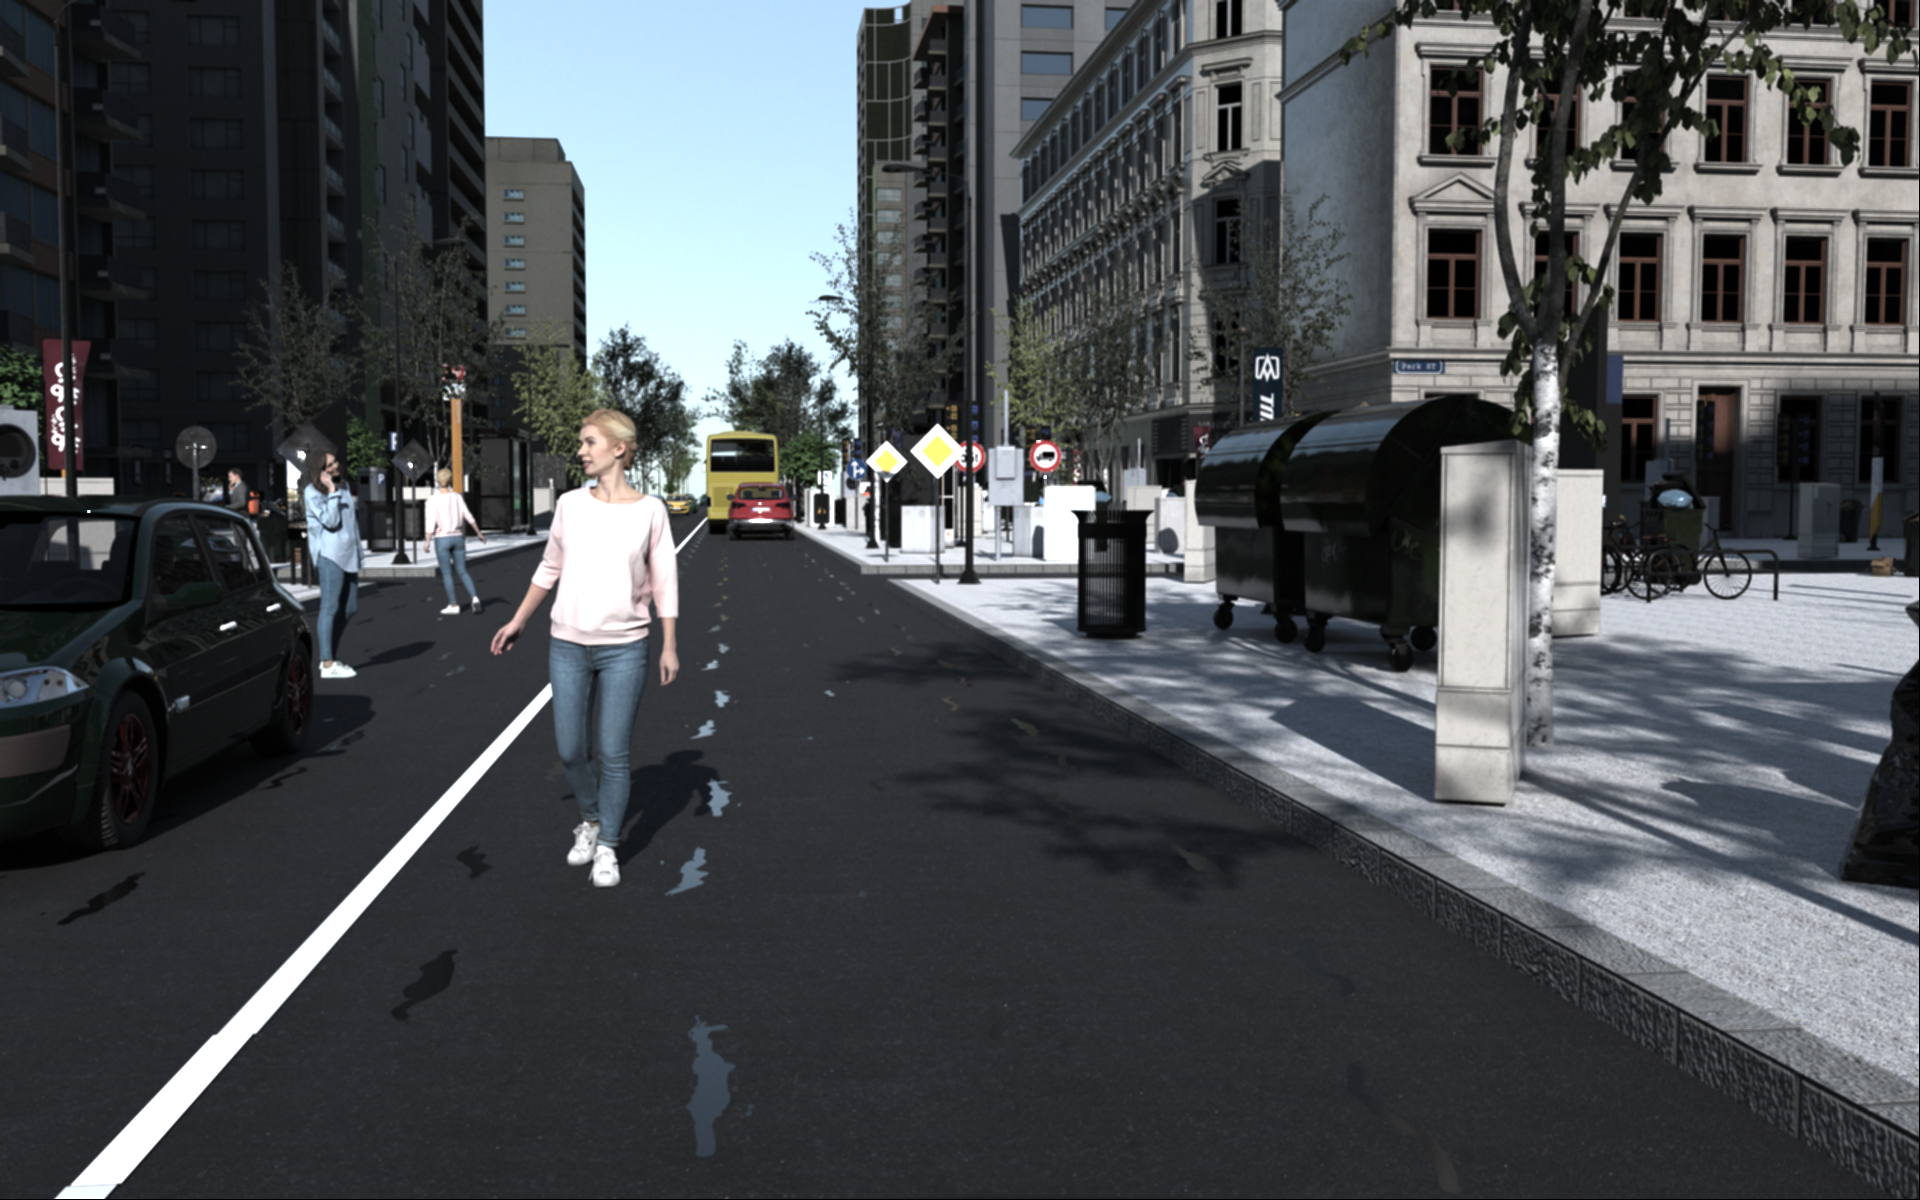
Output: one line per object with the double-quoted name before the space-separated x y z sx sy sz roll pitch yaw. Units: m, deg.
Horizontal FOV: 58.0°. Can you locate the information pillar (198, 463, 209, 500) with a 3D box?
"information pillar" -35.627 -5.522 81.645 0.504 3.616 0.183 -2 4 -30

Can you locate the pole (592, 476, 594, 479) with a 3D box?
"pole" -21.795 -6.669 102.873 0.158 3.312 0.155 0 3 0

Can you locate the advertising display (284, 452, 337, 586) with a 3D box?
"advertising display" -9.082 -1.164 24.253 0.974 1.923 0.123 2 4 32

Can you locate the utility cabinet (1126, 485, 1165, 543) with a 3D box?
"utility cabinet" 4.781 -2.225 45.059 0.318 1.500 1.173 3 5 42

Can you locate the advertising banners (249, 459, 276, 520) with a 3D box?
"advertising banners" -34.746 -5.488 85.910 2.074 3.025 0.090 1 4 17

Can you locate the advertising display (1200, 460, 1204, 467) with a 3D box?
"advertising display" 4.881 -1.710 33.170 0.123 1.923 0.974 3 4 38

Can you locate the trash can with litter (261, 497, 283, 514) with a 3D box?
"trash can with litter" -16.383 -1.873 41.689 1.678 1.210 2.233 1 4 15

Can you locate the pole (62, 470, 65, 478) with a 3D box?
"pole" -15.915 -2.264 30.861 0.158 3.312 0.155 0 3 0

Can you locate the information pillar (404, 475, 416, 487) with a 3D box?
"information pillar" -20.798 -3.728 65.446 0.304 2.012 0.304 -3 4 -38

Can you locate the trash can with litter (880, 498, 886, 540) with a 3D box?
"trash can with litter" -1.744 -2.238 47.974 1.055 1.170 0.624 1 4 15

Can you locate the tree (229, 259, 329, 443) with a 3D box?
"tree" -20.427 -6.345 54.101 4.360 8.622 3.978 0 3 0

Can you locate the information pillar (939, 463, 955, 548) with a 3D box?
"information pillar" -0.320 -2.231 40.971 0.304 2.012 0.304 -1 4 -18

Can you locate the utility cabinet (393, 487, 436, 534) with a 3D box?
"utility cabinet" -17.517 -2.866 55.535 1.173 1.500 0.318 -1 4 -9

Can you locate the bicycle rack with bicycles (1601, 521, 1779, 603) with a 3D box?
"bicycle rack with bicycles" 8.591 -0.503 21.604 2.925 0.926 2.852 -1 4 -13

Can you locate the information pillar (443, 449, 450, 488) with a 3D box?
"information pillar" -25.517 -5.796 86.112 0.504 3.616 0.183 3 5 45

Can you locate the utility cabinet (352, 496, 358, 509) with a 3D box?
"utility cabinet" -21.512 -3.088 61.655 0.306 1.237 1.020 3 5 40

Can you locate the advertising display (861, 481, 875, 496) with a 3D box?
"advertising display" -4.612 -5.065 88.031 0.974 1.923 0.123 1 4 13

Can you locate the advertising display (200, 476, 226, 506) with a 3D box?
"advertising display" -27.373 -3.563 63.475 0.974 1.923 0.123 1 4 12

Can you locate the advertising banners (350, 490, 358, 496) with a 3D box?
"advertising banners" -22.170 -4.093 63.112 2.074 3.025 0.090 -2 4 -29

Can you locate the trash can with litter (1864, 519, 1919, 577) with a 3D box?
"trash can with litter" 14.642 -0.946 26.862 1.055 1.170 0.624 2 4 35

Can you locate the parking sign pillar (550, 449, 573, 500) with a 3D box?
"parking sign pillar" -23.821 -7.040 103.576 1.447 3.967 1.447 -3 5 -43

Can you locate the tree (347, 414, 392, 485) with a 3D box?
"tree" -23.328 -5.008 65.594 4.285 4.588 4.351 0 3 0

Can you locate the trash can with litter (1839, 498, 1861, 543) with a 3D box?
"trash can with litter" 23.326 -2.093 45.600 1.055 1.170 0.624 -2 4 -35

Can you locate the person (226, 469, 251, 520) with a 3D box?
"person" -11.802 -1.220 28.246 0.447 1.846 0.655 -1 4 -21

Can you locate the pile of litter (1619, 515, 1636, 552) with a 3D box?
"pile of litter" 14.410 -1.514 38.724 1.719 0.858 1.176 -2 4 -24

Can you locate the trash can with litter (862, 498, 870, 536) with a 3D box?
"trash can with litter" -2.438 -2.557 53.192 1.055 1.170 0.624 -1 4 -18

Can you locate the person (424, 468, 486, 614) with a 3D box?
"person" -5.955 -0.705 20.691 0.598 1.740 0.731 2 4 32

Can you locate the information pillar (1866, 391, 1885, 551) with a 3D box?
"information pillar" 20.784 -2.929 39.251 0.183 3.616 0.504 1 4 10

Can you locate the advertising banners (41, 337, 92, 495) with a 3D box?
"advertising banners" -10.582 -1.394 18.984 2.074 3.025 0.090 -3 5 -43

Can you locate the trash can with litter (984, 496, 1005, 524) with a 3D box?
"trash can with litter" 1.262 -3.966 75.896 1.678 1.210 2.233 0 4 -1

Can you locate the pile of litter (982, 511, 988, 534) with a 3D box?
"pile of litter" 0.307 -2.613 56.684 1.176 0.858 1.719 0 4 -4

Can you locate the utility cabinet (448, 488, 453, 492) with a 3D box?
"utility cabinet" -18.401 -3.263 62.036 1.173 1.500 0.318 0 4 4

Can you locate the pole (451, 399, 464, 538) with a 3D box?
"pole" -10.783 -2.649 37.158 0.158 3.312 0.155 0 3 0

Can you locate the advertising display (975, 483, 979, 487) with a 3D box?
"advertising display" 0.599 -5.593 96.659 0.974 1.923 0.123 0 4 2

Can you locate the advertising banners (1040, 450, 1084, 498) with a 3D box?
"advertising banners" 3.930 -4.395 68.052 2.074 3.025 0.090 -1 4 -21

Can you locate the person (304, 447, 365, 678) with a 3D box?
"person" -4.912 -0.293 13.550 0.793 1.790 0.793 -2 4 -24

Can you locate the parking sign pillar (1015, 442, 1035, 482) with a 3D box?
"parking sign pillar" 3.526 -6.202 89.875 1.447 3.967 1.447 -1 4 -17

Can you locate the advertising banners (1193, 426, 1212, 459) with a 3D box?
"advertising banners" 6.911 -2.937 44.213 2.074 3.025 0.090 2 4 30

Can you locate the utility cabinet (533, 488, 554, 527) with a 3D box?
"utility cabinet" -16.041 -3.516 66.164 1.173 1.500 0.318 2 4 25

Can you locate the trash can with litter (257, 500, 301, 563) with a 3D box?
"trash can with litter" -12.503 -1.273 32.198 1.055 1.170 0.624 -1 4 -10

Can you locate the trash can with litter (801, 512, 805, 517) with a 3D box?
"trash can with litter" -8.981 -5.318 98.342 1.055 1.170 0.624 -2 4 -34

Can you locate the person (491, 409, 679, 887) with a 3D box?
"person" -1.394 0.163 6.501 0.731 1.740 0.598 0 4 -2

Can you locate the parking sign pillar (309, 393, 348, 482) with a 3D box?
"parking sign pillar" -16.850 -3.509 45.837 1.447 3.967 1.447 2 4 27

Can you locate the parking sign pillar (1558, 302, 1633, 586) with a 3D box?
"parking sign pillar" 8.869 -2.217 24.718 1.447 3.967 1.447 -1 4 -14

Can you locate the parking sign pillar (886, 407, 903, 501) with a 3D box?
"parking sign pillar" -1.949 -3.829 51.077 1.447 3.967 1.447 0 3 0
